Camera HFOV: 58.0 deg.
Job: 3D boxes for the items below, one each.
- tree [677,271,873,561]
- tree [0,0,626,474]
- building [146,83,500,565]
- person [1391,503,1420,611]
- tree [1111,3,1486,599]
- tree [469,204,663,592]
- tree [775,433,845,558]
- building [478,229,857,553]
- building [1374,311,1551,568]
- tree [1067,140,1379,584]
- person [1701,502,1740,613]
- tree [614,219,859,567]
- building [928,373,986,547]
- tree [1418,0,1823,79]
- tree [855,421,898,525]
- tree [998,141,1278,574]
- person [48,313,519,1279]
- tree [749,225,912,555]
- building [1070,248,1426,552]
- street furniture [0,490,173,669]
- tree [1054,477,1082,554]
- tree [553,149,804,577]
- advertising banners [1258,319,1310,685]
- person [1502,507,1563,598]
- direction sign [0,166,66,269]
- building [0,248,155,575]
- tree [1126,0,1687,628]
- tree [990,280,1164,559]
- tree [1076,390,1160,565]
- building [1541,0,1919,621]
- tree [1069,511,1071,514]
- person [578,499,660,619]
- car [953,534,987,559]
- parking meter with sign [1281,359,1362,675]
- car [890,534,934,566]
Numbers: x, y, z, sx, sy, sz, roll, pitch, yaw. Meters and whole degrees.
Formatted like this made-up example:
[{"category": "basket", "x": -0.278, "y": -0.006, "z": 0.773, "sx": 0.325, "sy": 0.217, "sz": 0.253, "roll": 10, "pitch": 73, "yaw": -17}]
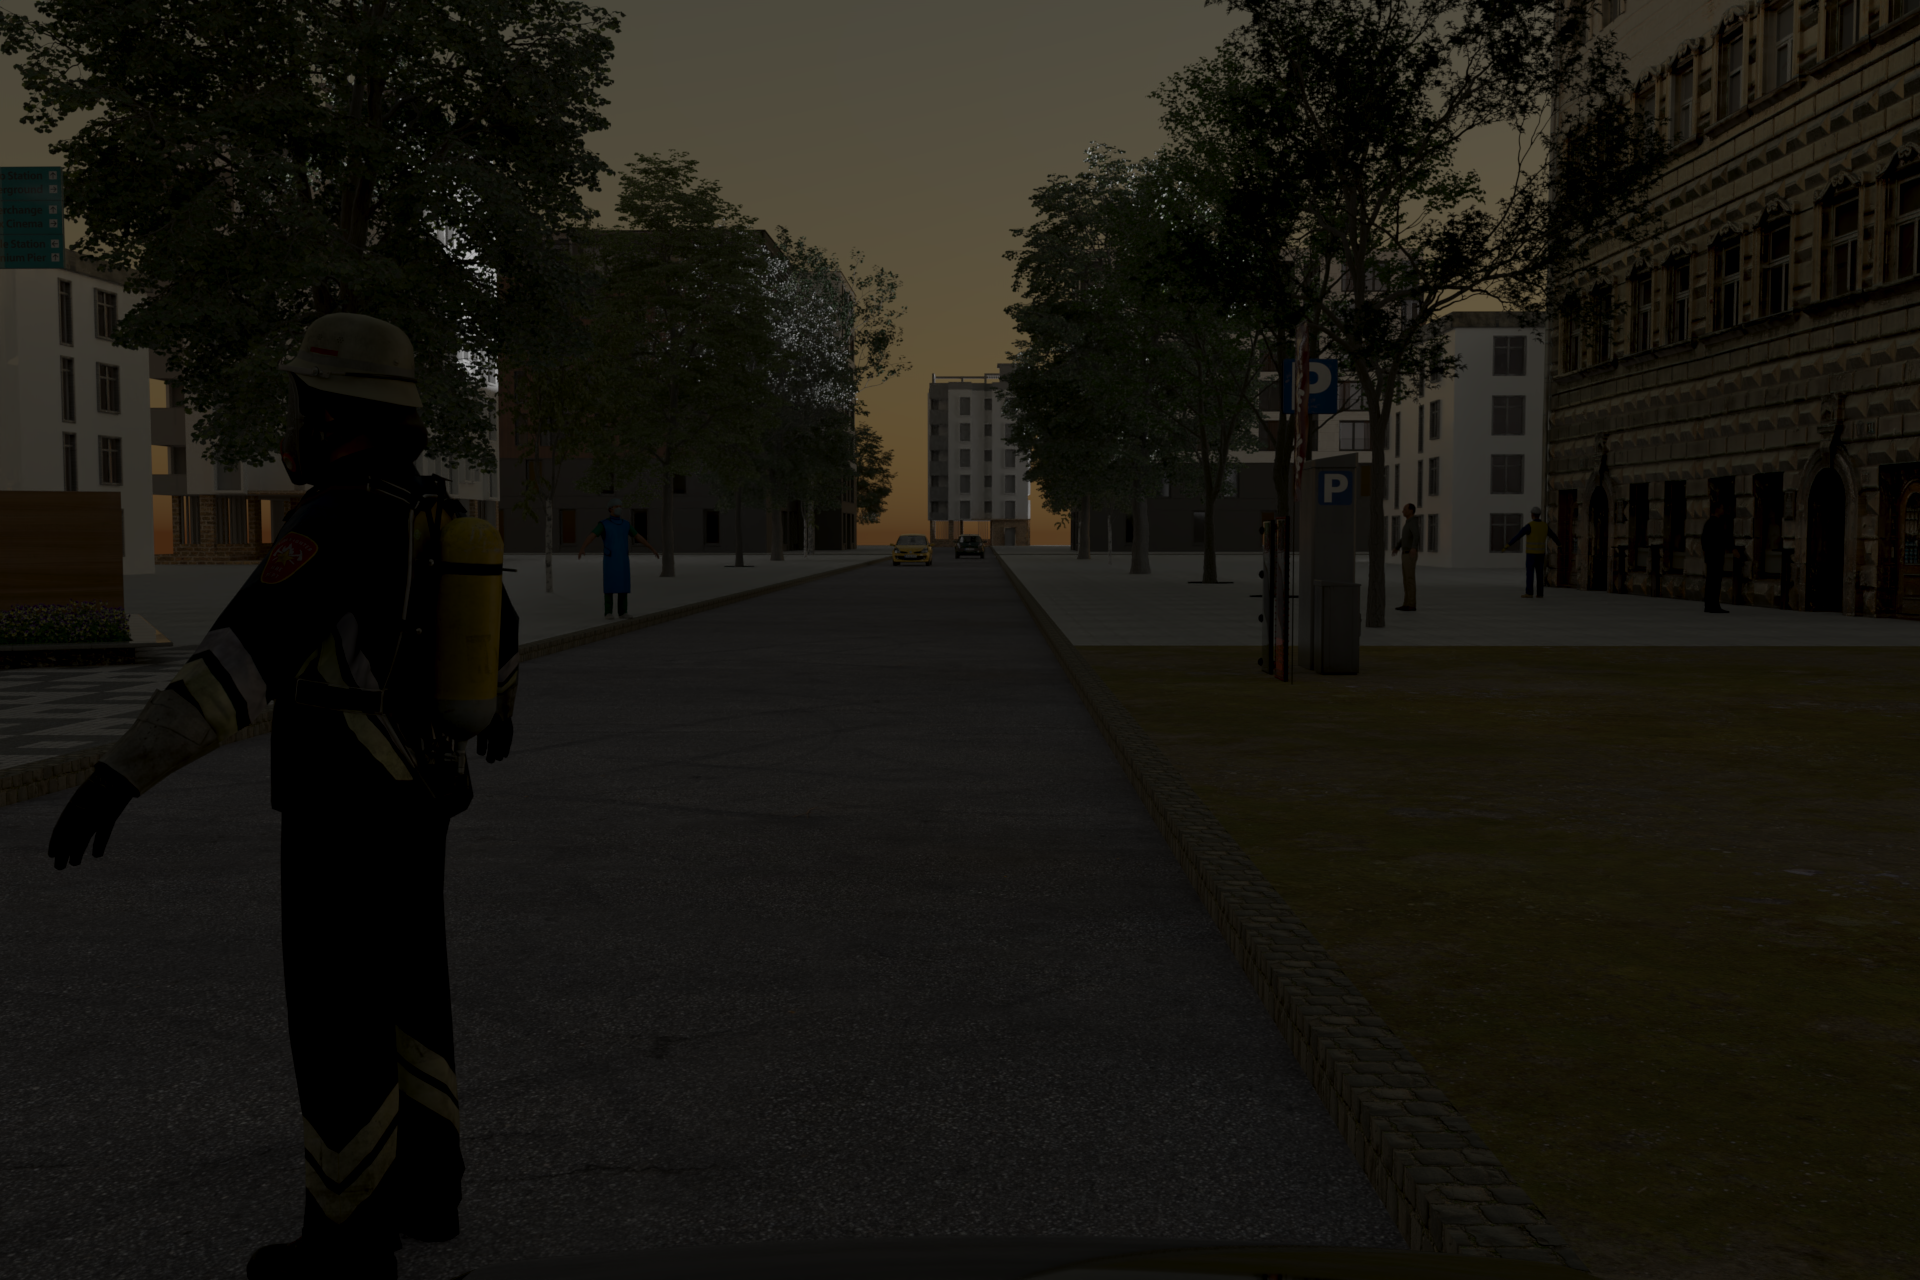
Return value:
[{"category": "tree", "x": -8.886, "y": -10.778, "z": 82.883, "sx": 9.857, "sy": 13.997, "sz": 8.962, "roll": 0, "pitch": 3, "yaw": 0}, {"category": "tree", "x": -9.628, "y": -7.342, "z": 26.691, "sx": 9.857, "sy": 13.997, "sz": 8.962, "roll": 0, "pitch": 3, "yaw": 0}, {"category": "building", "x": -28.392, "y": -13.315, "z": 74.113, "sx": 16.016, "sy": 20.090, "sz": 11.380, "roll": 0, "pitch": 4, "yaw": 1}, {"category": "person", "x": 7.484, "y": -1.388, "z": 28.959, "sx": 0.705, "sy": 1.796, "sz": 1.348, "roll": 0, "pitch": 4, "yaw": 1}, {"category": "tree", "x": 6.522, "y": -6.652, "z": 34.521, "sx": 9.928, "sy": 11.665, "sz": 9.643, "roll": 0, "pitch": 3, "yaw": 0}, {"category": "tree", "x": -8.945, "y": -5.372, "z": 38.195, "sx": 4.737, "sy": 8.622, "sz": 4.395, "roll": 0, "pitch": 3, "yaw": 0}, {"category": "tree", "x": -7.988, "y": -8.661, "z": 91.974, "sx": 4.737, "sy": 8.622, "sz": 4.395, "roll": 0, "pitch": 3, "yaw": 0}, {"category": "building", "x": -23.198, "y": -17.676, "z": 132.982, "sx": 27.936, "sy": 21.610, "sz": 32.646, "roll": 0, "pitch": 4, "yaw": 1}, {"category": "building", "x": 23.077, "y": -7.541, "z": 65.441, "sx": 9.099, "sy": 9.664, "sz": 28.070, "roll": 0, "pitch": 4, "yaw": 1}, {"category": "tree", "x": 6.613, "y": -7.274, "z": 44.685, "sx": 9.928, "sy": 11.665, "sz": 9.643, "roll": 0, "pitch": 3, "yaw": 0}, {"category": "person", "x": 12.308, "y": -1.342, "z": 28.170, "sx": 0.704, "sy": 1.802, "sz": 1.346, "roll": 0, "pitch": 4, "yaw": 2}, {"category": "tree", "x": -8.670, "y": -9.582, "z": 67.043, "sx": 12.009, "sy": 13.543, "sz": 11.850, "roll": 0, "pitch": 3, "yaw": 0}, {"category": "building", "x": -3.298, "y": -20.623, "z": 196.062, "sx": 11.380, "sy": 20.090, "sz": 16.016, "roll": 0, "pitch": 4, "yaw": -1}, {"category": "tree", "x": 4.559, "y": -4.457, "z": 7.278, "sx": 7.601, "sy": 10.594, "sz": 8.767, "roll": 1, "pitch": 4, "yaw": 12}, {"category": "tree", "x": -11.946, "y": -17.491, "z": 192.636, "sx": 9.857, "sy": 13.997, "sz": 8.962, "roll": 0, "pitch": 3, "yaw": 0}, {"category": "tree", "x": 5.730, "y": -9.097, "z": 55.390, "sx": 9.857, "sy": 13.997, "sz": 8.962, "roll": 0, "pitch": 3, "yaw": 0}, {"category": "person", "x": -1.189, "y": 0.296, "z": 3.404, "sx": 0.705, "sy": 1.856, "sz": 1.354, "roll": 1, "pitch": 4, "yaw": 15}, {"category": "tree", "x": -8.931, "y": -15.257, "z": 105.335, "sx": 12.611, "sy": 20.169, "sz": 13.585, "roll": 0, "pitch": 3, "yaw": 0}, {"category": "building", "x": 22.806, "y": -18.132, "z": 140.435, "sx": 27.936, "sy": 21.610, "sz": 32.646, "roll": 0, "pitch": 4, "yaw": 1}, {"category": "street furniture", "x": -12.934, "y": -0.647, "z": 17.440, "sx": 9.812, "sy": 1.723, "sz": 11.010, "roll": -2, "pitch": 4, "yaw": -28}, {"category": "tree", "x": 7.109, "y": -9.469, "z": 105.184, "sx": 4.737, "sy": 8.622, "sz": 4.395, "roll": 0, "pitch": 3, "yaw": 0}, {"category": "tree", "x": -8.397, "y": -8.175, "z": 51.794, "sx": 7.486, "sy": 12.596, "sz": 7.792, "roll": 0, "pitch": 3, "yaw": 0}, {"category": "advertising banners", "x": 2.831, "y": -1.162, "z": 15.185, "sx": 0.090, "sy": 3.025, "sz": 2.074, "roll": 0, "pitch": 4, "yaw": 1}, {"category": "person", "x": 11.541, "y": -1.763, "z": 34.800, "sx": 1.349, "sy": 1.833, "sz": 0.705, "roll": -1, "pitch": 4, "yaw": -13}, {"category": "direction sign", "x": -7.050, "y": -1.415, "z": 11.895, "sx": 2.525, "sy": 3.948, "sz": 1.411, "roll": 0, "pitch": 4, "yaw": 2}, {"category": "building", "x": -27.258, "y": -6.122, "z": 42.243, "sx": 9.099, "sy": 9.664, "sz": 28.070, "roll": 0, "pitch": 4, "yaw": 2}, {"category": "tree", "x": 6.002, "y": -5.463, "z": 23.740, "sx": 7.601, "sy": 10.594, "sz": 8.767, "roll": -3, "pitch": 5, "yaw": -40}, {"category": "tree", "x": 6.354, "y": -11.091, "z": 87.994, "sx": 9.857, "sy": 13.997, "sz": 8.962, "roll": 0, "pitch": 3, "yaw": 0}, {"category": "tree", "x": 6.321, "y": -7.489, "z": 72.800, "sx": 4.360, "sy": 8.622, "sz": 3.978, "roll": 0, "pitch": 3, "yaw": 0}, {"category": "building", "x": 23.219, "y": -12.313, "z": 32.239, "sx": 19.493, "sy": 23.208, "sz": 18.063, "roll": 0, "pitch": 4, "yaw": 1}, {"category": "tree", "x": 14.292, "y": -14.802, "z": 192.371, "sx": 4.360, "sy": 8.622, "sz": 3.978, "roll": 0, "pitch": 3, "yaw": 0}, {"category": "person", "x": -5.176, "y": -1.223, "z": 26.129, "sx": 1.347, "sy": 1.817, "sz": 0.704, "roll": -3, "pitch": 5, "yaw": -39}, {"category": "car", "x": 0.585, "y": -5.609, "z": 101.501, "sx": 2.009, "sy": 1.686, "sz": 4.222, "roll": 0, "pitch": 4, "yaw": 1}, {"category": "parking meter with sign", "x": 3.477, "y": -1.237, "z": 16.487, "sx": 0.543, "sy": 3.016, "sz": 1.738, "roll": 0, "pitch": 3, "yaw": 0}, {"category": "car", "x": -2.149, "y": -4.184, "z": 78.629, "sx": 2.015, "sy": 1.641, "sz": 3.980, "roll": 0, "pitch": 4, "yaw": 1}]
